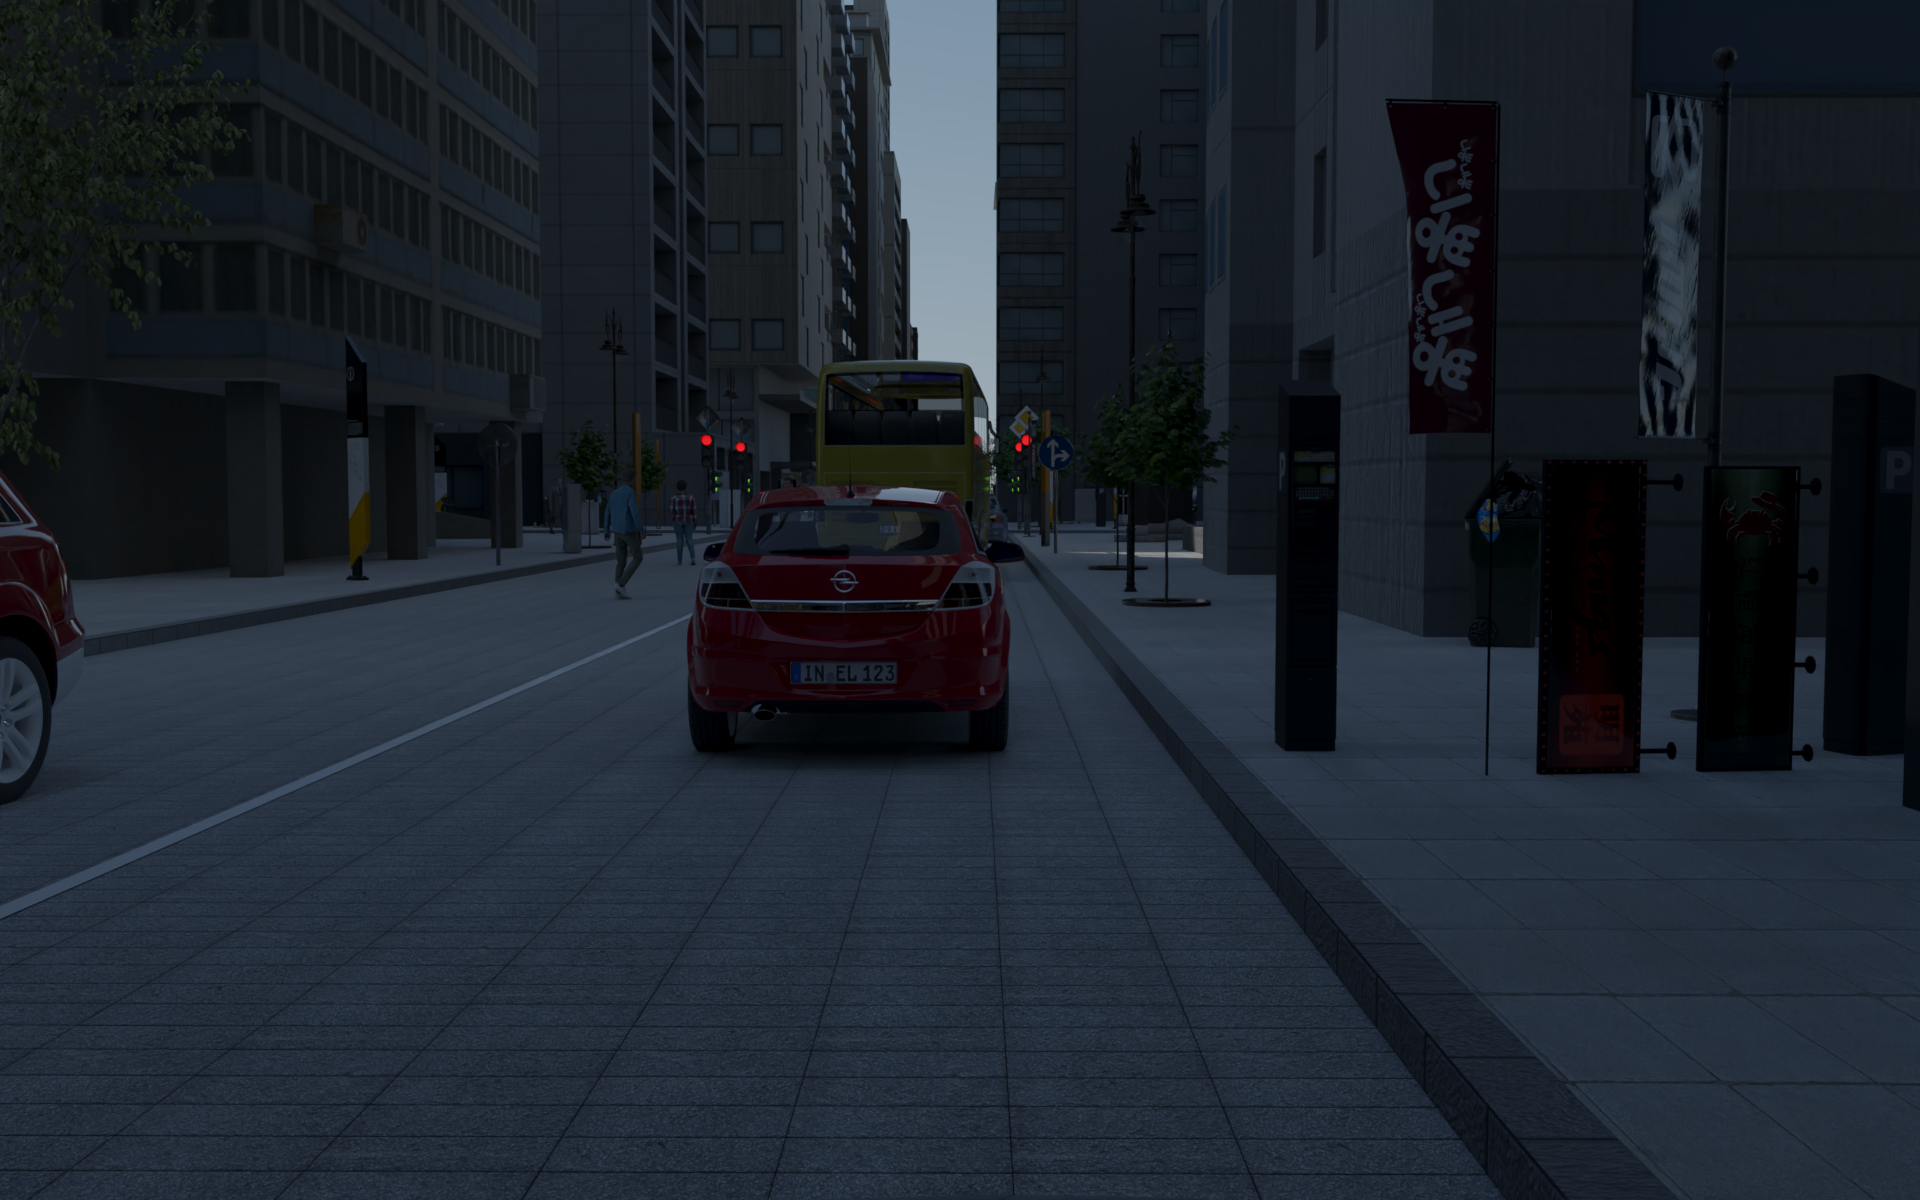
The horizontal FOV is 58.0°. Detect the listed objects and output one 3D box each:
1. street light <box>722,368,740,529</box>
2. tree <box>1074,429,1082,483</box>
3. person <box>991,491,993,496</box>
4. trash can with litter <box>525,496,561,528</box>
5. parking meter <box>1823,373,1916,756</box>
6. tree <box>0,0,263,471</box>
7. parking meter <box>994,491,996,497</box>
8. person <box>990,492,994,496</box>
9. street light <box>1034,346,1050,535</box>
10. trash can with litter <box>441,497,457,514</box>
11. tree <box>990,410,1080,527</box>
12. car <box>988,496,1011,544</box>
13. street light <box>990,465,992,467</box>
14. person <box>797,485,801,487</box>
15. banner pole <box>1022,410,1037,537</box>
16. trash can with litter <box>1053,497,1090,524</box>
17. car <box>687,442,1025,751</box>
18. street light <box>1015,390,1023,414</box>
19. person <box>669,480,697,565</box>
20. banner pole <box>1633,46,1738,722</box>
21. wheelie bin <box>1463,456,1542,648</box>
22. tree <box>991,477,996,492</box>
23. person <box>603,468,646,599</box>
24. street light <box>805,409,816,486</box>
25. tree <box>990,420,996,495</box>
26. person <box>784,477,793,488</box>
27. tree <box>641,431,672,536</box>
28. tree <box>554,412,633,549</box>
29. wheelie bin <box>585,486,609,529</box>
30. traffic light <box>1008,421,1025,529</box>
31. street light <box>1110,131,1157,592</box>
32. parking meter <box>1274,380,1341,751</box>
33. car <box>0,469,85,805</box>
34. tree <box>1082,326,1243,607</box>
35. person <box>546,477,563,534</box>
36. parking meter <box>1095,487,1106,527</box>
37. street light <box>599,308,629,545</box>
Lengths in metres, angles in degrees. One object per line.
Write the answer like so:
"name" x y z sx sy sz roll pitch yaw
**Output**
"street light" -8.372 -5.544 63.433 0.468 5.910 1.993 0 4 0
"tree" 2.813 -2.134 29.485 1.663 3.219 1.824 0 3 0
"person" 4.975 -16.216 271.129 0.705 1.831 1.348 0 4 -7
"trash can with litter" -15.693 -3.358 65.960 1.678 1.210 2.233 -2 4 -34
"parking meter" 4.537 -0.175 8.580 0.399 1.863 0.255 -1 4 -18
"tree" -8.944 -4.028 16.228 4.737 8.622 4.395 0 3 0
"parking meter" 2.726 -7.344 128.485 0.372 1.533 0.369 0 3 0
"person" 4.078 -12.334 208.428 1.217 1.736 0.721 0 4 4
"street light" 2.549 -4.966 53.978 0.468 5.910 1.993 0 4 0
"trash can with litter" -19.171 -3.306 65.447 0.624 1.170 1.055 -3 5 -43
"tree" 3.005 -5.115 67.346 4.285 4.588 4.351 0 3 0
"car" 0.320 -2.000 44.707 2.014 1.417 4.499 0 4 0
"street light" 3.926 -16.062 235.396 0.468 5.910 1.993 0 4 0
"person" -6.763 -3.953 73.220 0.616 1.811 0.778 -2 4 -24
"banner pole" 2.143 -3.769 51.641 0.401 3.779 0.863 -1 4 -17
"trash can with litter" 4.421 -3.832 73.716 2.233 1.210 1.678 0 3 0
"car" -0.634 -0.129 11.144 2.155 1.783 4.494 0 4 -1
"street light" 2.658 -6.288 75.603 0.468 5.910 1.993 0 4 0
"person" -5.590 -1.569 34.986 0.563 1.720 0.643 -1 4 -15
"banner pole" 4.074 -1.203 9.687 0.863 3.779 0.401 -2 4 -28
"wheelie bin" 4.645 -0.417 14.727 0.693 1.594 0.980 1 4 18
"tree" 3.743 -10.425 165.052 1.663 3.219 1.824 0 3 0
"person" -4.555 -0.894 23.467 0.601 1.785 0.444 3 5 45
"street light" -8.138 -7.430 94.269 0.468 5.910 1.993 0 4 0
"tree" 4.053 -9.218 101.073 4.737 8.622 4.395 0 3 0
"person" -3.678 -1.713 36.708 0.606 1.804 0.583 3 4 38
"tree" -9.587 -3.590 53.296 1.663 3.219 1.824 0 3 0
"tree" -8.648 -2.839 41.019 1.663 3.219 1.824 0 3 0
"wheelie bin" -13.534 -3.469 64.631 0.693 1.594 0.980 -3 5 -42
"traffic light" 2.149 -4.525 62.906 0.839 4.253 0.868 0 4 0
"street light" 2.240 -3.045 22.568 0.468 5.910 1.993 0 4 0
"parking meter" 1.747 -0.184 8.722 0.255 1.863 0.399 0 4 1
"car" -5.409 0.133 6.507 2.281 1.827 5.304 0 4 1
"tree" 2.519 -1.557 20.064 1.663 3.219 1.824 0 3 0
"person" -12.789 -2.996 55.130 0.694 1.812 0.767 -3 5 -43
"parking meter" 5.487 -3.784 67.583 0.399 1.863 0.255 0 4 -6
"street light" -8.585 -4.301 43.115 0.468 5.910 1.993 0 4 0
